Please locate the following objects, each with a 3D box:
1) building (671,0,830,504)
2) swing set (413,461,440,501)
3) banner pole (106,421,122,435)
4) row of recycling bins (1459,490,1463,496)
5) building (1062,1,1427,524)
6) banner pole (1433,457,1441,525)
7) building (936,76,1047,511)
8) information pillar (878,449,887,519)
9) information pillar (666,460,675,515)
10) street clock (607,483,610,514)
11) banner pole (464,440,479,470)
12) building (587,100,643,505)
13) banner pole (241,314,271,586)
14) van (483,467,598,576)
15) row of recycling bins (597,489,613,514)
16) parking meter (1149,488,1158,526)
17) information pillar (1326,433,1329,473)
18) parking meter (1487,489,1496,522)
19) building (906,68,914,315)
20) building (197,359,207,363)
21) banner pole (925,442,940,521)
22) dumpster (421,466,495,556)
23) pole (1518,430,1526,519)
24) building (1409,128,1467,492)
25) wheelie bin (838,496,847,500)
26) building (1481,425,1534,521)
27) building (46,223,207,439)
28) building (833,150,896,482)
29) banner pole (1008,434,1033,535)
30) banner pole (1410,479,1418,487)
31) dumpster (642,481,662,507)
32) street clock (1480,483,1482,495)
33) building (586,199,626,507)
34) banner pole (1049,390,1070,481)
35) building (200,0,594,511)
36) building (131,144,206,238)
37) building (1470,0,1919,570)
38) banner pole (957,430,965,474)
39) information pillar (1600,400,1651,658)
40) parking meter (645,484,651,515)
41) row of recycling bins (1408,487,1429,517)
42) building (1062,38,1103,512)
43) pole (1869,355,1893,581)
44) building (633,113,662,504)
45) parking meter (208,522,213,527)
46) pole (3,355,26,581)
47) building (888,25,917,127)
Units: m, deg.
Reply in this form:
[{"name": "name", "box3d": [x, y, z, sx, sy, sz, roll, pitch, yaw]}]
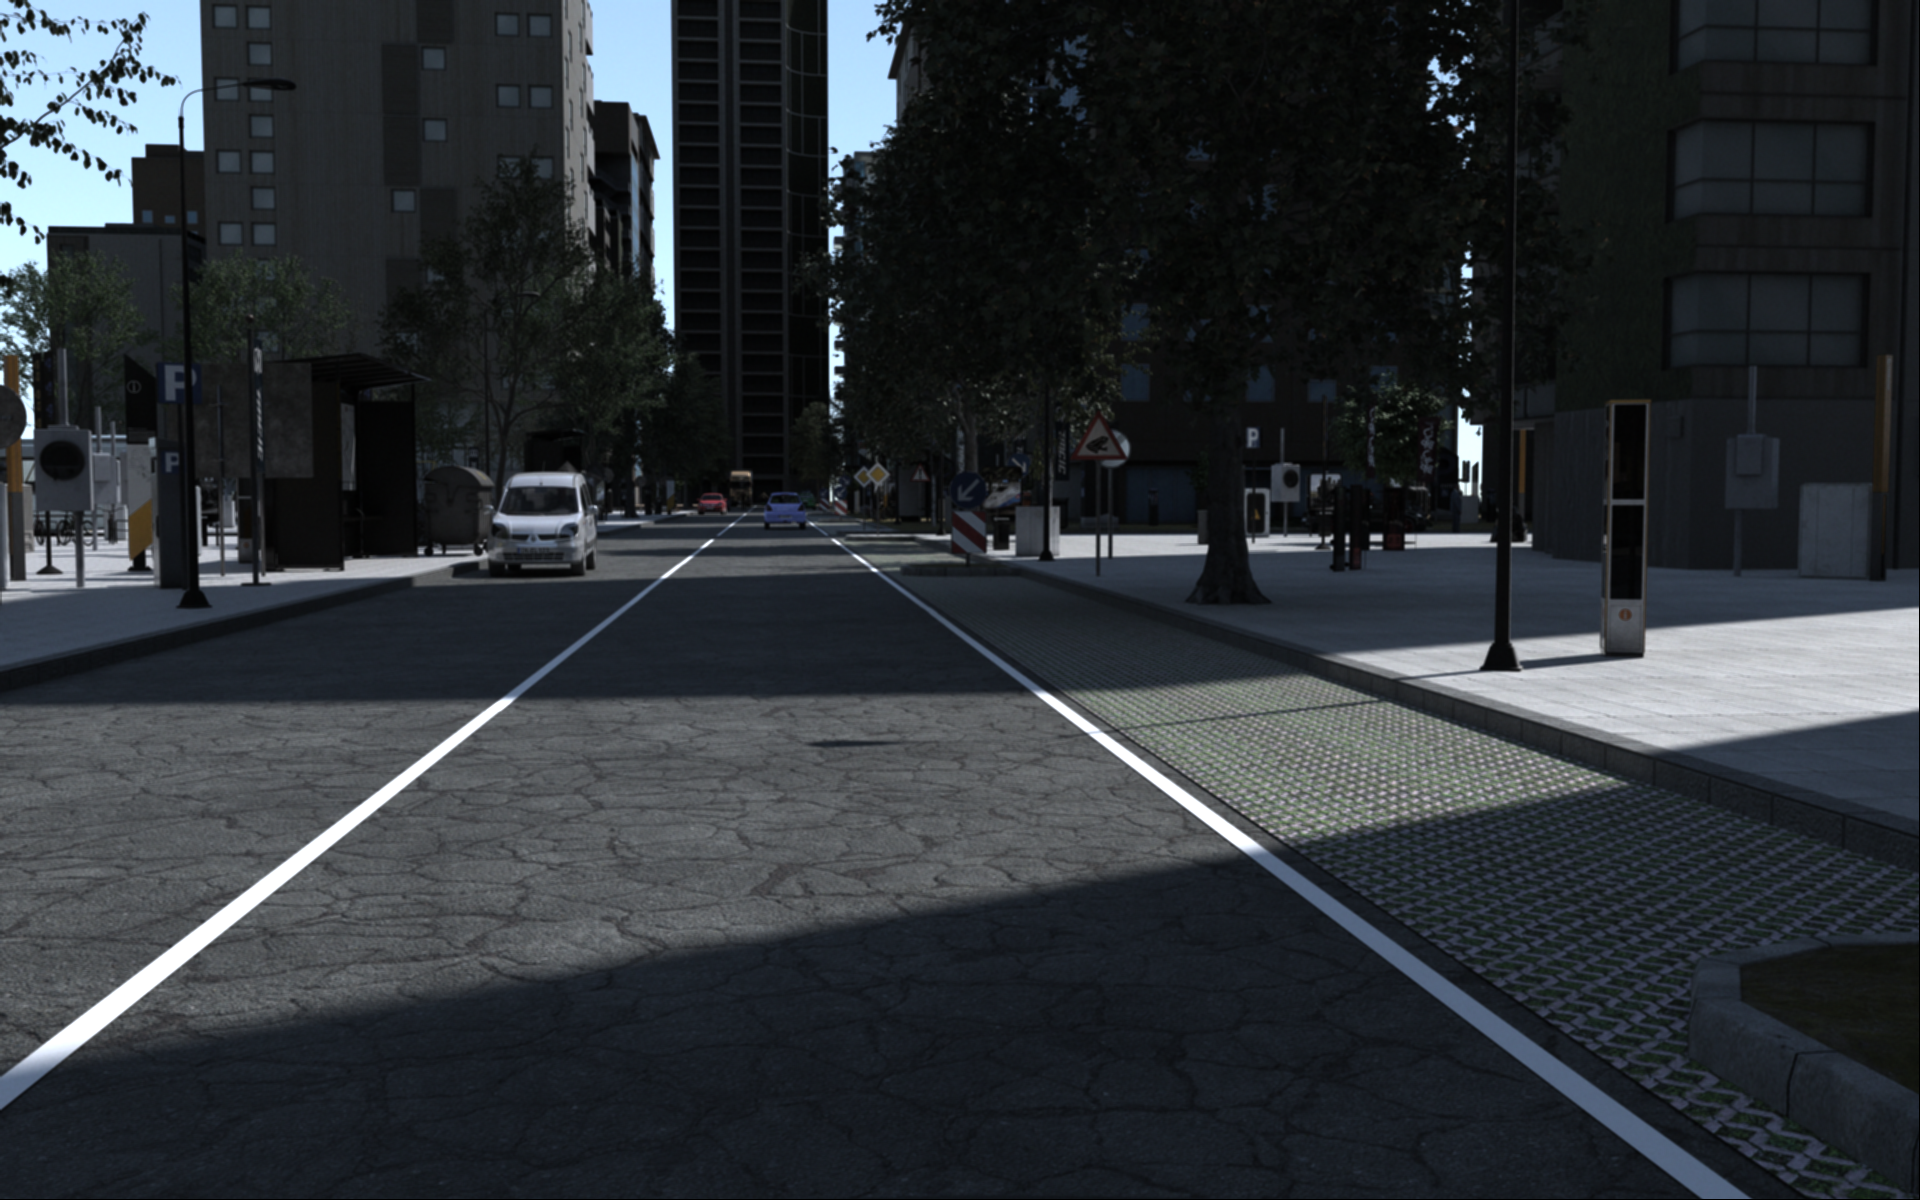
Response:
[{"name": "building", "box3d": [-28.194, -48.794, 236.028, 20.611, 71.187, 20.563, 0, 4, -6]}, {"name": "swing set", "box3d": [-26.236, -5.191, 82.489, 3.119, 2.851, 2.862, 0, 4, 5]}, {"name": "banner pole", "box3d": [-29.090, -4.264, 59.734, 0.863, 3.779, 0.401, 2, 4, 24]}, {"name": "row of recycling bins", "box3d": [38.134, -7.834, 135.200, 1.069, 1.692, 3.534, -1, 4, -12]}, {"name": "building", "box3d": [11.937, -26.234, 79.032, 14.200, 45.320, 14.600, 0, 4, -6]}, {"name": "banner pole", "box3d": [19.713, -4.999, 71.750, 0.401, 3.779, 0.863, 1, 4, 21]}, {"name": "building", "box3d": [10.975, -49.110, 115.619, 22.319, 86.520, 31.000, 0, 4, -6]}, {"name": "information pillar", "box3d": [-4.002, -5.976, 89.064, 0.504, 3.616, 0.183, -1, 4, -11]}, {"name": "information pillar", "box3d": [-17.729, -7.013, 106.015, 0.504, 3.616, 0.183, 0, 4, 5]}, {"name": "street clock", "box3d": [-22.579, -6.483, 110.564, 0.471, 2.002, 0.358, -1, 4, -19]}, {"name": "banner pole", "box3d": [-22.717, -5.529, 80.413, 0.863, 3.779, 0.401, 0, 4, -3]}, {"name": "building", "box3d": [-43.444, -33.252, 193.786, 14.200, 45.320, 14.600, 0, 4, -6]}, {"name": "banner pole", "box3d": [-9.925, -2.107, 24.460, 0.401, 3.779, 0.863, 0, 4, -7]}, {"name": "van", "box3d": [-7.567, -1.499, 31.526, 2.013, 2.044, 4.112, 0, 4, -8]}, {"name": "row of recycling bins", "box3d": [-23.906, -6.568, 114.496, 1.069, 1.692, 3.534, 0, 4, 8]}, {"name": "parking meter", "box3d": [7.833, -3.774, 70.112, 0.372, 1.533, 0.369, 0, 3, 0]}, {"name": "information pillar", "box3d": [13.140, -4.332, 62.190, 0.183, 3.616, 0.504, 0, 4, 3]}, {"name": "parking meter", "box3d": [24.138, -4.298, 78.679, 0.372, 1.533, 0.369, 0, 3, 0]}, {"name": "building", "box3d": [2.202, -31.807, 170.150, 14.600, 45.320, 14.200, 0, 4, -6]}, {"name": "building", "box3d": [-65.460, -53.411, 185.939, 31.000, 86.520, 22.319, 0, 4, -6]}, {"name": "banner pole", "box3d": [-1.242, -5.655, 82.484, 0.401, 3.779, 0.863, -2, 4, -24]}, {"name": "dumpster", "box3d": [-10.538, -1.873, 36.386, 1.264, 1.857, 1.865, 0, 4, -6]}, {"name": "pole", "box3d": [17.669, -3.708, 54.462, 0.158, 3.312, 0.155, 0, 3, 0]}, {"name": "building", "box3d": [43.123, -33.271, 198.604, 28.867, 44.769, 22.147, 0, 4, -6]}, {"name": "wheelie bin", "box3d": [-8.453, -7.136, 124.582, 0.693, 1.594, 0.980, -1, 4, -9]}, {"name": "building", "box3d": [37.475, -28.132, 83.661, 21.600, 48.544, 21.300, 0, 4, -6]}, {"name": "building", "box3d": [-89.118, -25.508, 188.757, 14.107, 30.474, 14.160, 0, 4, -6]}, {"name": "building", "box3d": [-2.328, -37.978, 240.553, 30.456, 49.044, 23.786, 0, 4, -6]}, {"name": "banner pole", "box3d": [1.747, -3.945, 54.512, 0.863, 3.779, 0.401, 2, 4, 30]}, {"name": "banner pole", "box3d": [35.800, -8.981, 136.860, 0.863, 3.779, 0.401, 0, 4, 4]}, {"name": "dumpster", "box3d": [-21.996, -7.445, 124.224, 1.502, 2.255, 1.985, 0, 4, -6]}, {"name": "street clock", "box3d": [35.672, -6.953, 118.257, 0.358, 2.002, 0.471, 0, 4, 3]}, {"name": "building", "box3d": [-40.247, -24.221, 167.722, 14.160, 30.474, 14.107, 0, 4, -6]}, {"name": "banner pole", "box3d": [2.291, -3.112, 40.903, 0.863, 3.779, 0.401, -3, 4, -36]}, {"name": "building", "box3d": [-45.314, -34.014, 145.367, 28.713, 52.752, 27.495, 0, 4, -6]}, {"name": "building", "box3d": [-97.197, -35.173, 225.187, 14.200, 45.320, 14.600, 0, 4, -6]}, {"name": "building", "box3d": [18.540, -21.527, 35.558, 14.154, 41.232, 14.086, 0, 4, -6]}, {"name": "banner pole", "box3d": [0.148, -3.844, 52.864, 0.401, 3.779, 0.863, -3, 4, -39]}, {"name": "information pillar", "box3d": [5.252, -0.562, 13.682, 0.304, 2.012, 0.304, 1, 4, 13]}, {"name": "parking meter", "box3d": [-18.912, -6.069, 104.932, 0.255, 1.863, 0.399, 1, 4, 17]}, {"name": "row of recycling bins", "box3d": [25.373, -5.457, 96.330, 1.069, 1.692, 3.534, 2, 4, 27]}, {"name": "building", "box3d": [3.996, -30.933, 155.862, 14.600, 45.320, 14.200, 0, 4, -6]}, {"name": "pole", "box3d": [13.549, -1.935, 25.473, 0.158, 3.312, 0.155, 0, 3, 0]}, {"name": "building", "box3d": [-53.359, -39.612, 236.898, 27.495, 52.752, 28.713, 0, 4, -6]}, {"name": "parking meter", "box3d": [-29.026, -3.602, 67.308, 0.372, 1.533, 0.369, 0, 3, 0]}, {"name": "pole", "box3d": [-13.939, -1.938, 25.529, 0.158, 3.312, 0.155, 0, 3, 0]}, {"name": "building", "box3d": [7.308, -36.841, 191.587, 28.713, 52.752, 27.495, 0, 4, -6]}]
